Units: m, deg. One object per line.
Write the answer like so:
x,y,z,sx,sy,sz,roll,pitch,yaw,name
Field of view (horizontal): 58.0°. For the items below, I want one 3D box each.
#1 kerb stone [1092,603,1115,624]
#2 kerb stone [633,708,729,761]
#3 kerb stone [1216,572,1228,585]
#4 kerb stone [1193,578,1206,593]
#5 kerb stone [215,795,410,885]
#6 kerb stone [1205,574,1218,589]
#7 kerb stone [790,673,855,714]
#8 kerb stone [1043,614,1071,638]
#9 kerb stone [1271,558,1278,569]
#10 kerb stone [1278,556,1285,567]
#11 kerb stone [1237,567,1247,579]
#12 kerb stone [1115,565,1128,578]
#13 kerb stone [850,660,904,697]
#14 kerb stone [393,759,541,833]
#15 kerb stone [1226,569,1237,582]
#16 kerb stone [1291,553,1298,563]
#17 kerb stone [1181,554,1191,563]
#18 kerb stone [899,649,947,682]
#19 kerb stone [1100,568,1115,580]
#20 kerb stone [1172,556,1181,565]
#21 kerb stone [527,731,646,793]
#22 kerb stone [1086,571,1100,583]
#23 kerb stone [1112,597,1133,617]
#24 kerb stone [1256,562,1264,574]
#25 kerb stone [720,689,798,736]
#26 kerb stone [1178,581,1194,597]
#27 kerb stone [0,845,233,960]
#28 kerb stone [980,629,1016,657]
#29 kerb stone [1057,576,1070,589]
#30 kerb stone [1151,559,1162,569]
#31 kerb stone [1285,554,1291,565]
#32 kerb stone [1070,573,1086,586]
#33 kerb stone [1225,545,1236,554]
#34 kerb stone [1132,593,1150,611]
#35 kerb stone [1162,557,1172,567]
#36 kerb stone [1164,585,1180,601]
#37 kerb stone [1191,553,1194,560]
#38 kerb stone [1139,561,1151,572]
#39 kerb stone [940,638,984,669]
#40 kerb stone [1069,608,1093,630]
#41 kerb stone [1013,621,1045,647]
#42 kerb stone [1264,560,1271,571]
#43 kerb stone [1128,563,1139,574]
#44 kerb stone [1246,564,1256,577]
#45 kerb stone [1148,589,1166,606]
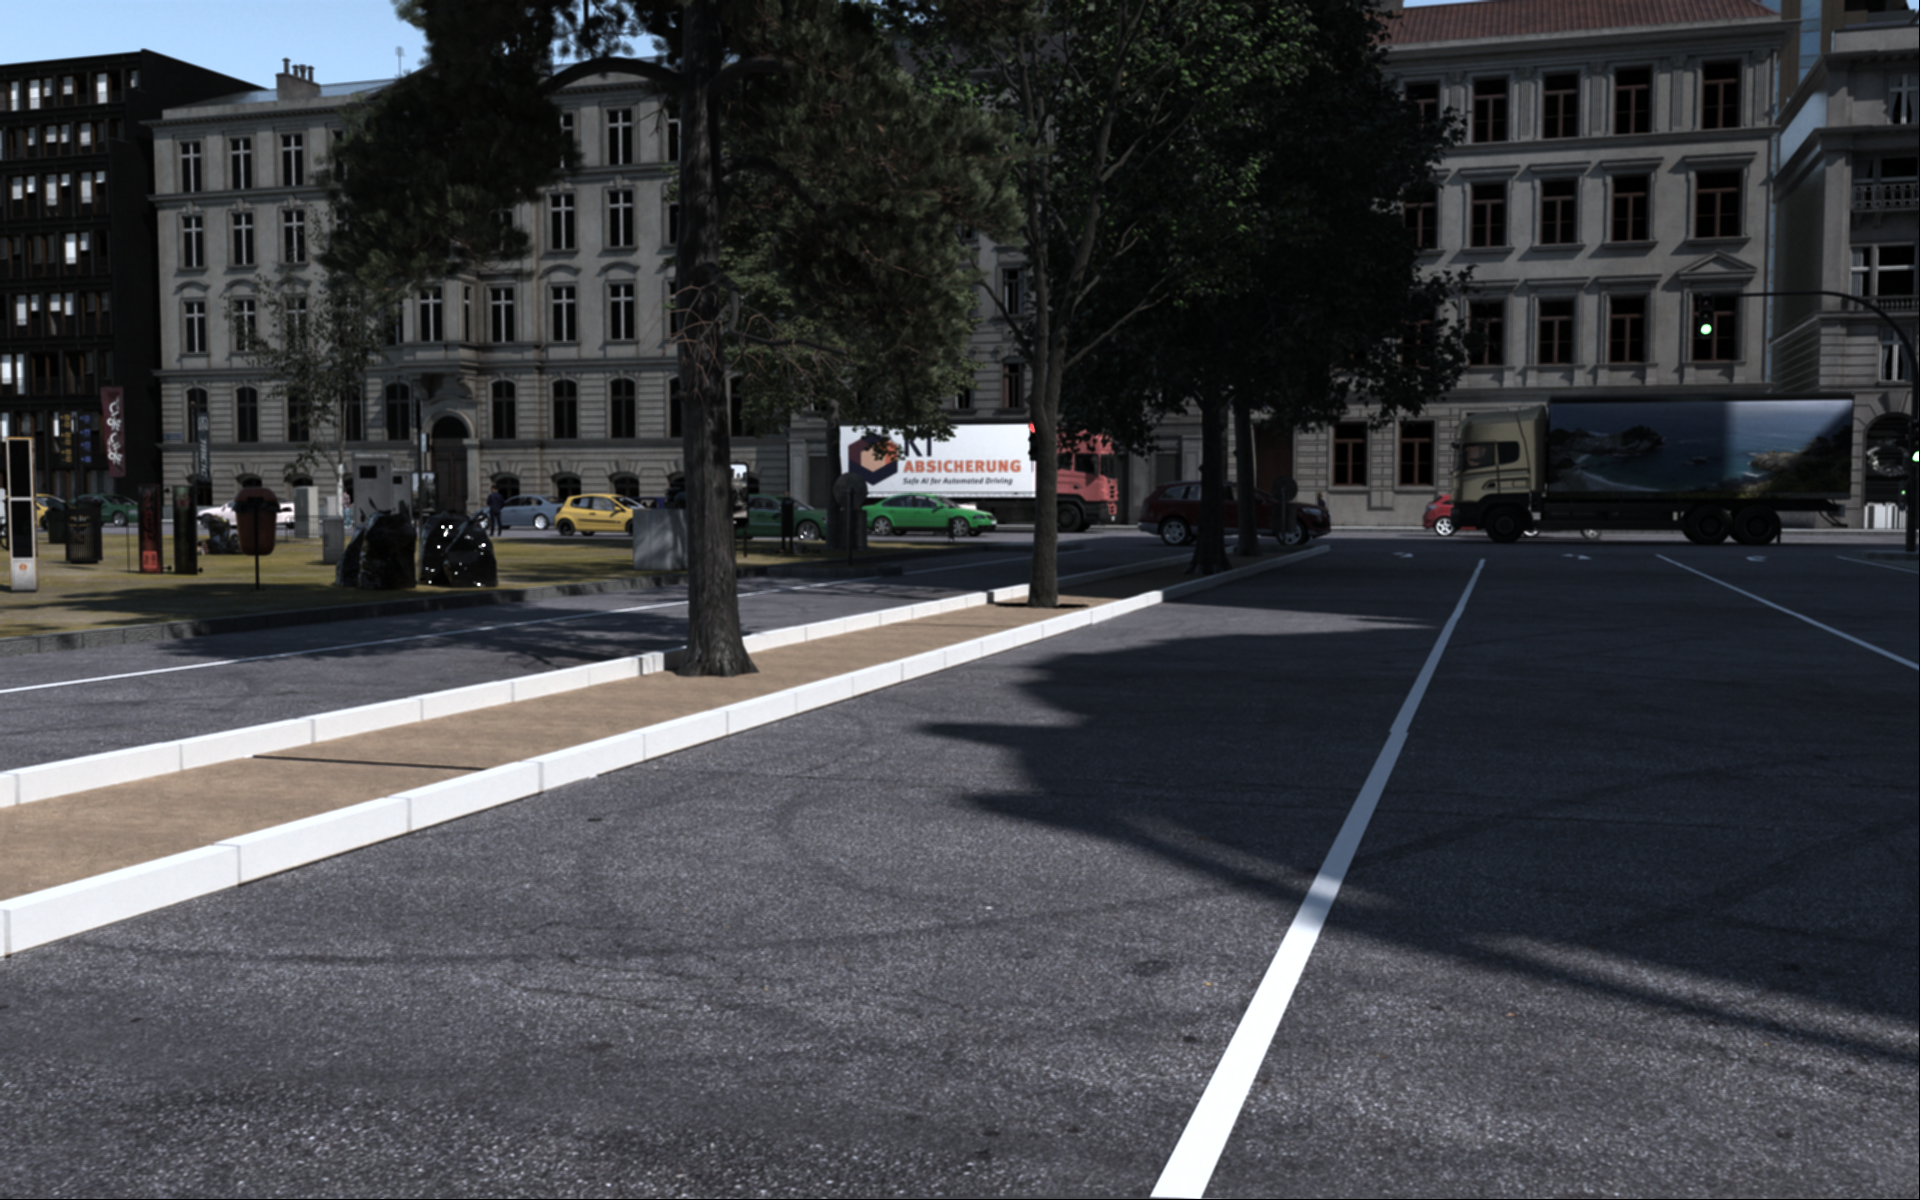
1.550,0.164,19.552,0.120,0.150,1.000,1,4,18,kerb stone
-1.592,0.760,9.773,0.120,0.150,1.000,1,4,18,kerb stone
4.053,-0.317,27.384,0.120,0.150,1.000,1,4,18,kerb stone
3.429,-0.197,25.429,0.120,0.150,1.000,1,4,18,kerb stone
-2.539,0.941,6.836,0.120,0.150,1.000,1,4,18,kerb stone
3.750,-0.256,26.405,0.120,0.150,1.000,1,4,18,kerb stone
-0.966,0.640,11.725,0.120,0.150,1.000,1,4,18,kerb stone
0.918,0.281,17.593,0.120,0.150,1.000,1,4,18,kerb stone
5.940,-0.676,33.250,0.120,0.150,1.000,1,4,18,kerb stone
6.259,-0.736,34.230,0.120,0.150,1.000,1,4,18,kerb stone
4.680,-0.435,29.341,0.120,0.150,1.000,1,4,18,kerb stone
2.693,-0.478,30.003,0.120,0.150,1.000,1,4,18,kerb stone
-0.657,0.583,12.706,0.120,0.150,1.000,1,4,18,kerb stone
-2.222,0.880,7.811,0.120,0.150,1.000,1,4,18,kerb stone
4.365,-0.377,28.361,0.120,0.150,1.000,1,4,18,kerb stone
6.884,-0.854,36.189,0.120,0.150,1.000,1,4,18,kerb stone
4.578,-0.831,35.869,0.120,0.150,1.000,1,4,18,kerb stone
-0.335,0.523,13.679,0.120,0.150,1.000,1,4,18,kerb stone
2.382,-0.415,29.027,0.120,0.150,1.000,1,4,18,kerb stone
4.258,-0.777,34.894,0.120,0.150,1.000,1,4,18,kerb stone
-1.900,0.820,8.795,0.120,0.150,1.000,1,4,18,kerb stone
2.061,-0.358,28.050,0.120,0.150,1.000,1,4,18,kerb stone
1.861,0.104,20.531,0.120,0.150,1.000,1,4,18,kerb stone
5.311,-0.557,31.299,0.120,0.150,1.000,1,4,18,kerb stone
-1.273,0.700,10.747,0.120,0.150,1.000,1,4,18,kerb stone
3.115,-0.138,24.454,0.120,0.150,1.000,1,4,18,kerb stone
-2.843,1.003,5.855,0.120,0.150,1.000,1,4,18,kerb stone
0.292,0.401,15.636,0.120,0.150,1.000,1,4,18,kerb stone
1.434,-0.237,26.094,0.120,0.150,1.000,1,4,18,kerb stone
3.632,-0.657,32.932,0.120,0.150,1.000,1,4,18,kerb stone
6.562,-0.794,35.209,0.120,0.150,1.000,1,4,18,kerb stone
1.751,-0.298,27.073,0.120,0.150,1.000,1,4,18,kerb stone
6.461,-1.190,41.766,0.120,0.150,1.000,1,4,18,kerb stone
2.170,0.049,21.509,0.120,0.150,1.000,1,4,18,kerb stone
3.943,-0.717,33.919,0.120,0.150,1.000,1,4,18,kerb stone
2.800,-0.074,23.475,0.120,0.150,1.000,1,4,18,kerb stone
4.884,-0.896,36.850,0.120,0.150,1.000,1,4,18,kerb stone
3.318,-0.597,31.956,0.120,0.150,1.000,1,4,18,kerb stone
-0.022,0.462,14.655,0.120,0.150,1.000,1,4,18,kerb stone
1.227,0.222,18.571,0.120,0.150,1.000,1,4,18,kerb stone
0.601,0.341,16.614,0.120,0.150,1.000,1,4,18,kerb stone
5.624,-0.616,32.275,0.120,0.150,1.000,1,4,18,kerb stone
3.003,-0.537,30.981,0.120,0.150,1.000,1,4,18,kerb stone
5.006,-0.493,30.313,0.120,0.150,1.000,1,4,18,kerb stone
2.486,-0.018,22.495,0.120,0.150,1.000,1,4,18,kerb stone
